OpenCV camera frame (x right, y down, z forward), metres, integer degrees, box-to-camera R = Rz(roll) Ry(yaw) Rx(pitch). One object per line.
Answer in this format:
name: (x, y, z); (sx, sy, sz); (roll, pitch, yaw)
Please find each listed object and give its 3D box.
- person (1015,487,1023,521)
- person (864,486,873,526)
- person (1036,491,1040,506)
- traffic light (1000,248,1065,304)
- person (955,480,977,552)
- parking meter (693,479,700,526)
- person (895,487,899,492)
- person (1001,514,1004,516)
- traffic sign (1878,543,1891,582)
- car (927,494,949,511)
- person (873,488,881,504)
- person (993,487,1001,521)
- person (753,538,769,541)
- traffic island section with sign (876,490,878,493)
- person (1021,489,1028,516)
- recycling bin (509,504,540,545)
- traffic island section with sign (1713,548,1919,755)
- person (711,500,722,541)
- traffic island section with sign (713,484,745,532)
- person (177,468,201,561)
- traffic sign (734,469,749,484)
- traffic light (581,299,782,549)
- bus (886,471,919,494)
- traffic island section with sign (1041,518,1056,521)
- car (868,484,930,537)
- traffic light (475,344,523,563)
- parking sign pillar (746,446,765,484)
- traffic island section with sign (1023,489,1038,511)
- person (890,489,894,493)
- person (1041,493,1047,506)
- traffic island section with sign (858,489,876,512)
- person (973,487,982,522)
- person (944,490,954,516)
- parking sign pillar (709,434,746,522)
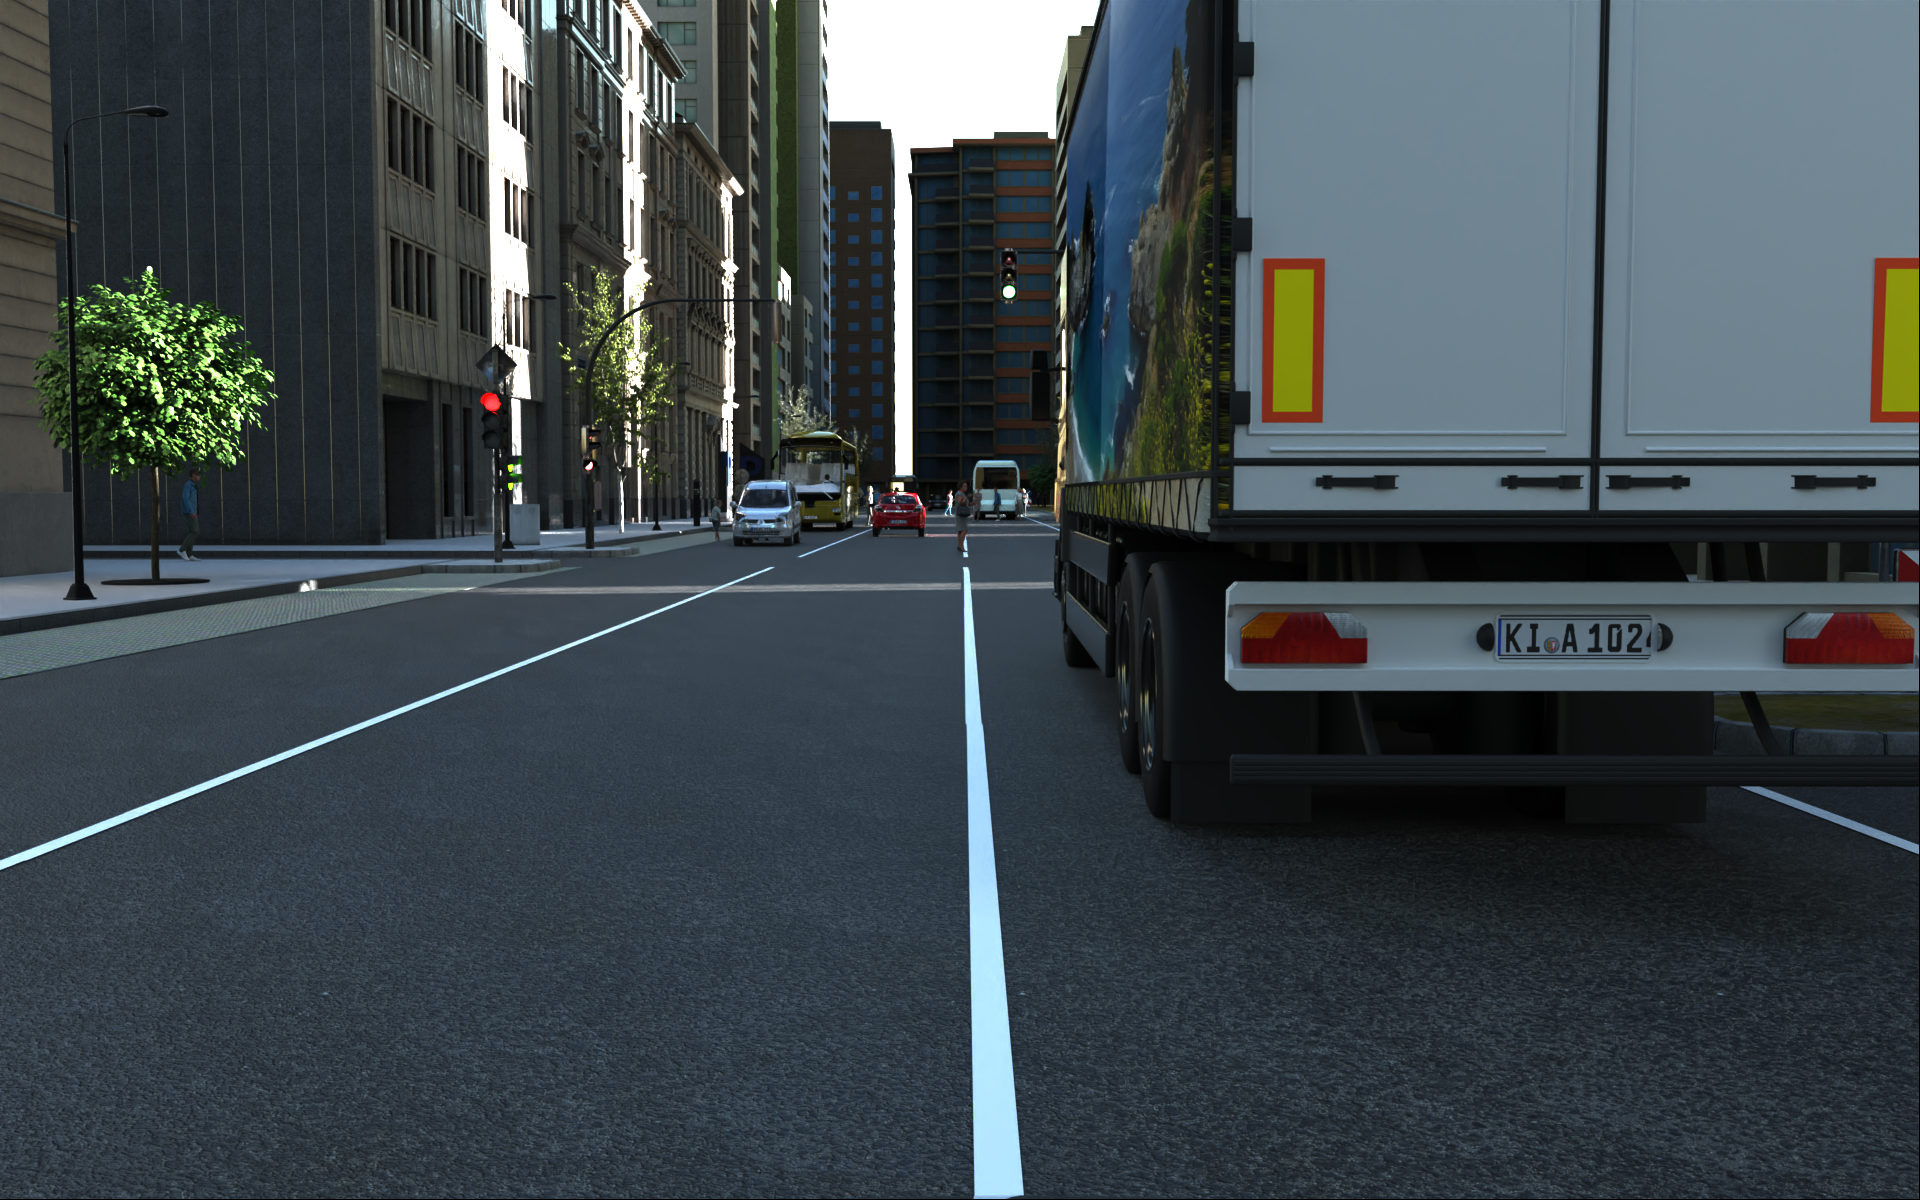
person: (3.097, -5.099, 92.087); (0.478, 1.798, 0.641); (-1, 4, -15)
person: (-4.181, -4.284, 78.726); (0.526, 1.800, 0.537); (1, 4, 9)
person: (8.199, -10.784, 183.046); (0.721, 1.739, 1.217); (0, 4, -5)
traffic light: (3.123, -3.522, 32.258); (4.771, 5.953, 1.251); (0, 3, 0)
person: (0.122, -2.067, 42.659); (0.532, 1.782, 0.716); (1, 4, 12)
parking meter: (-10.509, -3.878, 69.118); (0.255, 1.863, 0.399); (-1, 4, -9)
person: (-3.167, -4.710, 85.845); (0.374, 1.781, 0.599); (0, 4, -4)
person: (3.044, -6.480, 114.715); (0.793, 1.790, 0.793); (-2, 4, -28)
traffic sign: (7.643, -0.867, 14.284); (0.768, 2.556, 0.104); (0, 4, 8)
car: (-1.805, -8.333, 146.031); (2.009, 1.686, 4.222); (0, 4, 2)
person: (-5.165, -6.132, 109.099); (0.601, 1.785, 0.444); (1, 4, 14)
person: (1.995, -5.074, 91.799); (0.444, 1.785, 0.601); (-1, 4, -12)
person: (-6.126, -2.735, 53.612); (0.661, 1.777, 0.834); (-2, 4, -28)
traffic island section with sign: (-8.142, -9.823, 169.236); (1.989, 1.847, 2.006); (0, 3, 0)
person: (4.188, -6.409, 113.464); (0.537, 1.800, 0.526); (1, 4, 14)
recycling bin: (-11.012, -1.906, 43.717); (0.722, 1.027, 0.722); (-1, 4, -21)
traffic island section with sign: (5.221, -0.091, 10.114); (1.989, 1.847, 2.006); (0, 3, 0)
person: (-7.391, -2.412, 52.616); (0.352, 1.250, 0.332); (-1, 4, -12)
traffic island section with sign: (-8.309, -3.508, 65.980); (1.989, 1.847, 2.006); (0, 3, 0)
person: (-14.694, -1.629, 33.020); (0.444, 1.785, 0.601); (0, 4, -7)
traffic sign: (-10.994, -5.327, 87.210); (0.768, 2.556, 0.104); (0, 4, 2)
traffic light: (-6.542, -4.021, 40.419); (4.771, 5.953, 1.251); (0, 3, 0)
bus: (-5.275, -10.138, 160.622); (2.948, 3.499, 13.247); (0, 4, -1)
traffic island section with sign: (5.352, -5.122, 92.373); (1.989, 1.847, 2.006); (0, 3, 0)
car: (-2.100, -3.107, 59.847); (2.155, 1.783, 4.494); (0, 4, -1)
traffic light: (-8.647, -2.659, 32.402); (0.839, 4.253, 0.868); (0, 3, 0)
parking sign pillar: (-10.720, -6.172, 89.379); (1.447, 3.967, 1.447); (0, 4, -2)
traffic island section with sign: (5.448, -8.218, 142.995); (1.989, 1.847, 2.006); (0, 3, 0)
person: (-4.387, -6.431, 113.915); (0.850, 1.792, 0.678); (0, 4, -4)
person: (8.515, -10.336, 175.747); (0.721, 1.735, 1.217); (-1, 4, -20)
traffic island section with sign: (-8.185, -8.175, 142.281); (1.989, 1.847, 2.006); (0, 3, 0)
person: (0.907, -4.939, 89.599); (0.599, 1.781, 0.374); (-1, 4, -23)
person: (-0.730, -6.483, 115.339); (0.643, 1.720, 0.563); (2, 4, 27)
parking sign pillar: (-10.721, -5.533, 78.944); (1.447, 3.967, 1.447); (0, 4, 2)
